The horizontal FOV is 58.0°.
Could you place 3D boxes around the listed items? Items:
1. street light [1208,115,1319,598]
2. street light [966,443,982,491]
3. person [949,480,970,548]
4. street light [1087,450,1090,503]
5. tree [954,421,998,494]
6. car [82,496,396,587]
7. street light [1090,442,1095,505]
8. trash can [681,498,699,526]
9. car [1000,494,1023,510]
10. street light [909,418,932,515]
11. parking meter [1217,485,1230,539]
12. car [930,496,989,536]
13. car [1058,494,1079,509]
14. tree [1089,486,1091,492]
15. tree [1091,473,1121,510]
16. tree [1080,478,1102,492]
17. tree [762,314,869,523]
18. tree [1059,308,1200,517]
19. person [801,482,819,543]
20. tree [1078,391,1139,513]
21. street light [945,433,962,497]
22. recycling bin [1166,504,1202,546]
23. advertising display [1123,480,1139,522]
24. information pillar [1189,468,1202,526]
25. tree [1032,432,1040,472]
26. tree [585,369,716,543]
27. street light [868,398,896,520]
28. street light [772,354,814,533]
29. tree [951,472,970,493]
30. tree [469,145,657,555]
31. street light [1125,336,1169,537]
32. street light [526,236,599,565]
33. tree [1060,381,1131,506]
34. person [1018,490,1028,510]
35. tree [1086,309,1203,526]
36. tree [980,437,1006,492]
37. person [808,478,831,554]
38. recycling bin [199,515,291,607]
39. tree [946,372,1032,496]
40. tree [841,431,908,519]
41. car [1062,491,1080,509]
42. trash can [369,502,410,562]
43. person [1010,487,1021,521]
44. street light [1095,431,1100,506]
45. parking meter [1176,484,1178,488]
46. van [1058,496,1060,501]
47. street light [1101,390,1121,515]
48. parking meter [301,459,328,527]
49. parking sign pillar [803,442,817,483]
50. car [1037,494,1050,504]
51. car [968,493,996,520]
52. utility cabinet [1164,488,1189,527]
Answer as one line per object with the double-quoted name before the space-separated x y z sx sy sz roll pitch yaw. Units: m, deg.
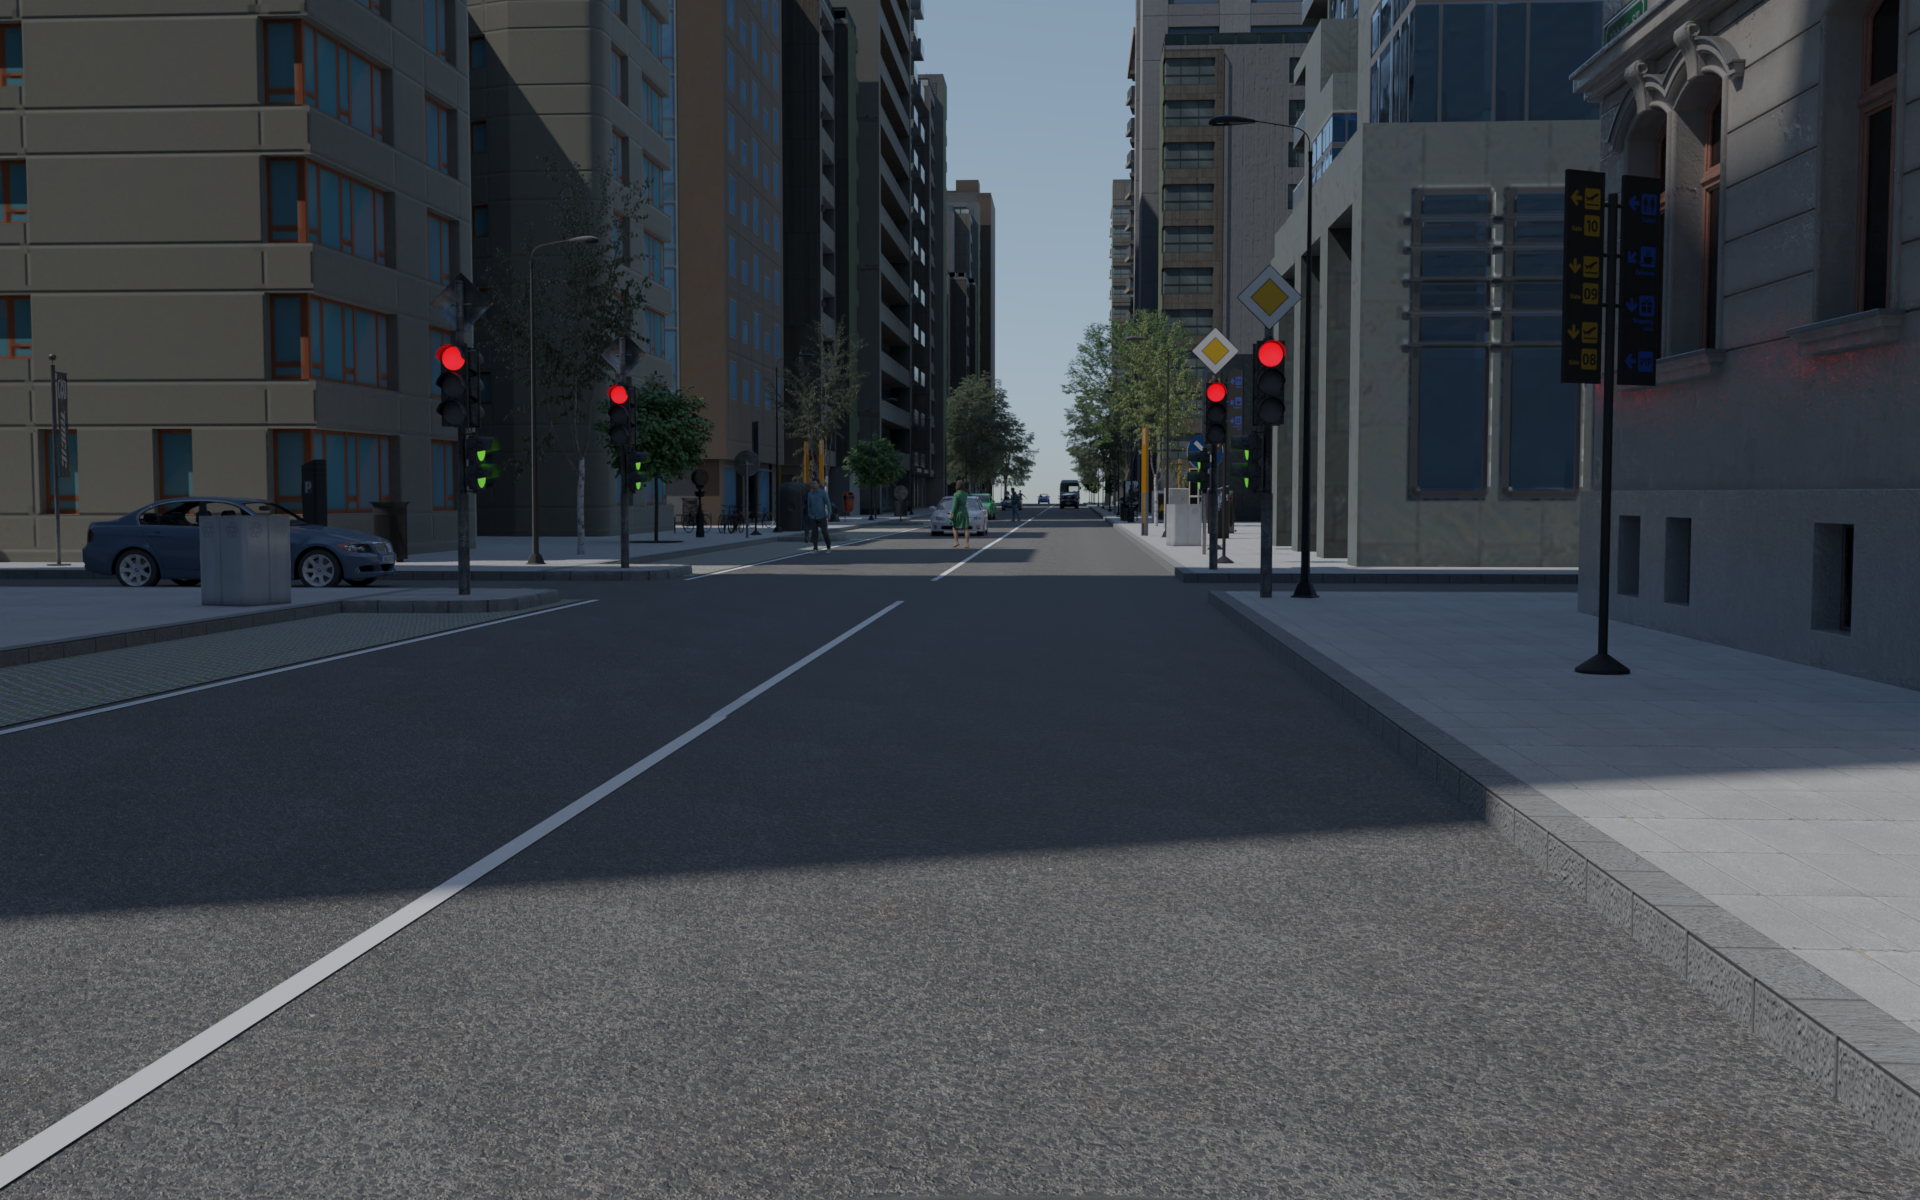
"street light" 3.745 -2.986 21.367 1.470 5.913 1.316 0 4 4
"street light" 1.128 -11.409 159.071 1.470 5.913 1.316 0 4 4
"person" 0.017 -2.259 45.679 0.529 1.795 0.600 3 5 43
"street light" 12.165 -11.083 153.753 1.470 5.913 1.316 0 4 4
"tree" 1.469 -13.510 171.242 4.360 8.622 3.978 0 3 0
"car" -10.923 -0.882 26.416 4.499 1.417 2.014 0 4 2
"street light" 10.522 -9.486 127.644 1.470 5.913 1.316 0 4 4
"trash can" -10.763 -3.511 69.054 0.748 1.137 0.748 0 3 0
"car" 4.592 -8.609 152.754 2.014 1.417 4.499 0 4 4
"street light" -2.440 -8.185 106.366 1.470 5.913 1.316 0 4 4
"parking meter" 7.579 -2.539 49.916 0.372 1.533 0.369 0 3 0
"car" 0.006 -2.968 60.886 2.083 1.381 4.827 0 4 3
"car" 10.514 -9.674 167.962 2.009 1.686 4.222 0 4 4
"tree" 17.183 -13.876 221.469 1.663 3.219 1.824 0 3 0
"tree" 12.206 -9.033 142.283 1.663 3.219 1.824 0 3 0
"tree" 19.368 -16.645 255.851 4.285 4.588 4.351 0 3 0
"tree" -5.677 -7.370 70.861 4.360 8.622 3.978 0 3 0
"tree" 9.402 -10.376 95.400 9.928 11.665 9.643 0 3 0
"person" -4.355 -2.557 50.733 0.576 1.772 0.534 0 4 -6
"tree" 10.028 -10.029 114.331 4.360 8.622 3.978 0 3 0
"street light" -0.567 -9.804 132.837 1.470 5.913 1.316 0 4 4
"recycling bin" 5.534 -1.851 42.812 0.722 1.027 0.722 0 4 -8
"advertising display" 7.974 -4.620 80.751 0.974 1.923 0.123 -3 5 -42
"information pillar" 6.713 -2.748 49.428 0.304 2.012 0.304 2 4 24
"tree" 7.088 -21.888 264.528 9.857 13.997 8.962 0 3 0
"tree" -8.127 -3.794 45.738 4.285 4.588 4.351 0 3 0
"street light" -3.785 -6.829 84.192 1.470 5.913 1.316 0 4 4
"street light" -5.536 -5.195 57.480 1.470 5.913 1.316 0 4 4
"tree" -0.142 -9.726 153.619 1.663 3.219 1.824 0 3 0
"tree" -8.201 -5.283 36.739 4.360 8.622 3.978 0 3 0
"street light" 5.585 -4.807 51.136 1.470 5.913 1.316 0 4 4
"street light" -7.193 -3.598 31.372 1.470 5.913 1.316 0 4 4
"tree" 15.997 -17.305 189.583 9.857 13.997 8.962 0 3 0
"person" 5.593 -9.309 160.705 1.348 1.824 0.705 -1 4 -9
"tree" 7.776 -7.225 68.493 4.737 8.622 4.395 0 3 0
"tree" 3.279 -15.592 205.288 4.737 8.622 4.395 0 3 0
"person" -3.342 -2.018 41.506 0.660 1.820 0.620 1 4 21
"recycling bin" -8.306 -0.464 20.141 0.722 1.027 0.722 2 4 25
"tree" 1.062 -16.721 180.051 9.857 13.997 8.962 0 3 0
"tree" -4.444 -6.504 90.048 4.285 4.588 4.351 0 3 0
"car" 11.007 -9.964 172.501 1.945 1.707 3.694 0 4 4
"trash can" -10.730 -1.283 32.626 0.748 1.137 0.748 0 3 0
"person" 2.858 -5.026 91.019 0.721 1.781 0.623 -1 4 -23
"street light" 9.000 -8.047 104.104 1.470 5.913 1.316 0 4 4
"parking meter" 12.839 -5.859 101.502 0.255 1.863 0.399 2 4 23
"van" 14.914 -14.563 245.109 2.013 2.044 4.112 0 4 2
"street light" 7.159 -6.431 77.687 1.470 5.913 1.316 0 4 4
"parking meter" -10.961 -1.450 29.421 0.399 1.863 0.255 2 4 33
"parking sign pillar" -7.825 -6.214 90.076 1.447 3.967 1.447 -1 4 -18
"car" 12.119 -14.714 250.169 1.945 1.707 3.694 0 4 5
"car" 1.010 -5.326 95.871 1.959 1.807 4.718 0 4 5
"utility cabinet" 8.279 -3.490 65.742 1.173 1.500 0.318 -3 4 -37
